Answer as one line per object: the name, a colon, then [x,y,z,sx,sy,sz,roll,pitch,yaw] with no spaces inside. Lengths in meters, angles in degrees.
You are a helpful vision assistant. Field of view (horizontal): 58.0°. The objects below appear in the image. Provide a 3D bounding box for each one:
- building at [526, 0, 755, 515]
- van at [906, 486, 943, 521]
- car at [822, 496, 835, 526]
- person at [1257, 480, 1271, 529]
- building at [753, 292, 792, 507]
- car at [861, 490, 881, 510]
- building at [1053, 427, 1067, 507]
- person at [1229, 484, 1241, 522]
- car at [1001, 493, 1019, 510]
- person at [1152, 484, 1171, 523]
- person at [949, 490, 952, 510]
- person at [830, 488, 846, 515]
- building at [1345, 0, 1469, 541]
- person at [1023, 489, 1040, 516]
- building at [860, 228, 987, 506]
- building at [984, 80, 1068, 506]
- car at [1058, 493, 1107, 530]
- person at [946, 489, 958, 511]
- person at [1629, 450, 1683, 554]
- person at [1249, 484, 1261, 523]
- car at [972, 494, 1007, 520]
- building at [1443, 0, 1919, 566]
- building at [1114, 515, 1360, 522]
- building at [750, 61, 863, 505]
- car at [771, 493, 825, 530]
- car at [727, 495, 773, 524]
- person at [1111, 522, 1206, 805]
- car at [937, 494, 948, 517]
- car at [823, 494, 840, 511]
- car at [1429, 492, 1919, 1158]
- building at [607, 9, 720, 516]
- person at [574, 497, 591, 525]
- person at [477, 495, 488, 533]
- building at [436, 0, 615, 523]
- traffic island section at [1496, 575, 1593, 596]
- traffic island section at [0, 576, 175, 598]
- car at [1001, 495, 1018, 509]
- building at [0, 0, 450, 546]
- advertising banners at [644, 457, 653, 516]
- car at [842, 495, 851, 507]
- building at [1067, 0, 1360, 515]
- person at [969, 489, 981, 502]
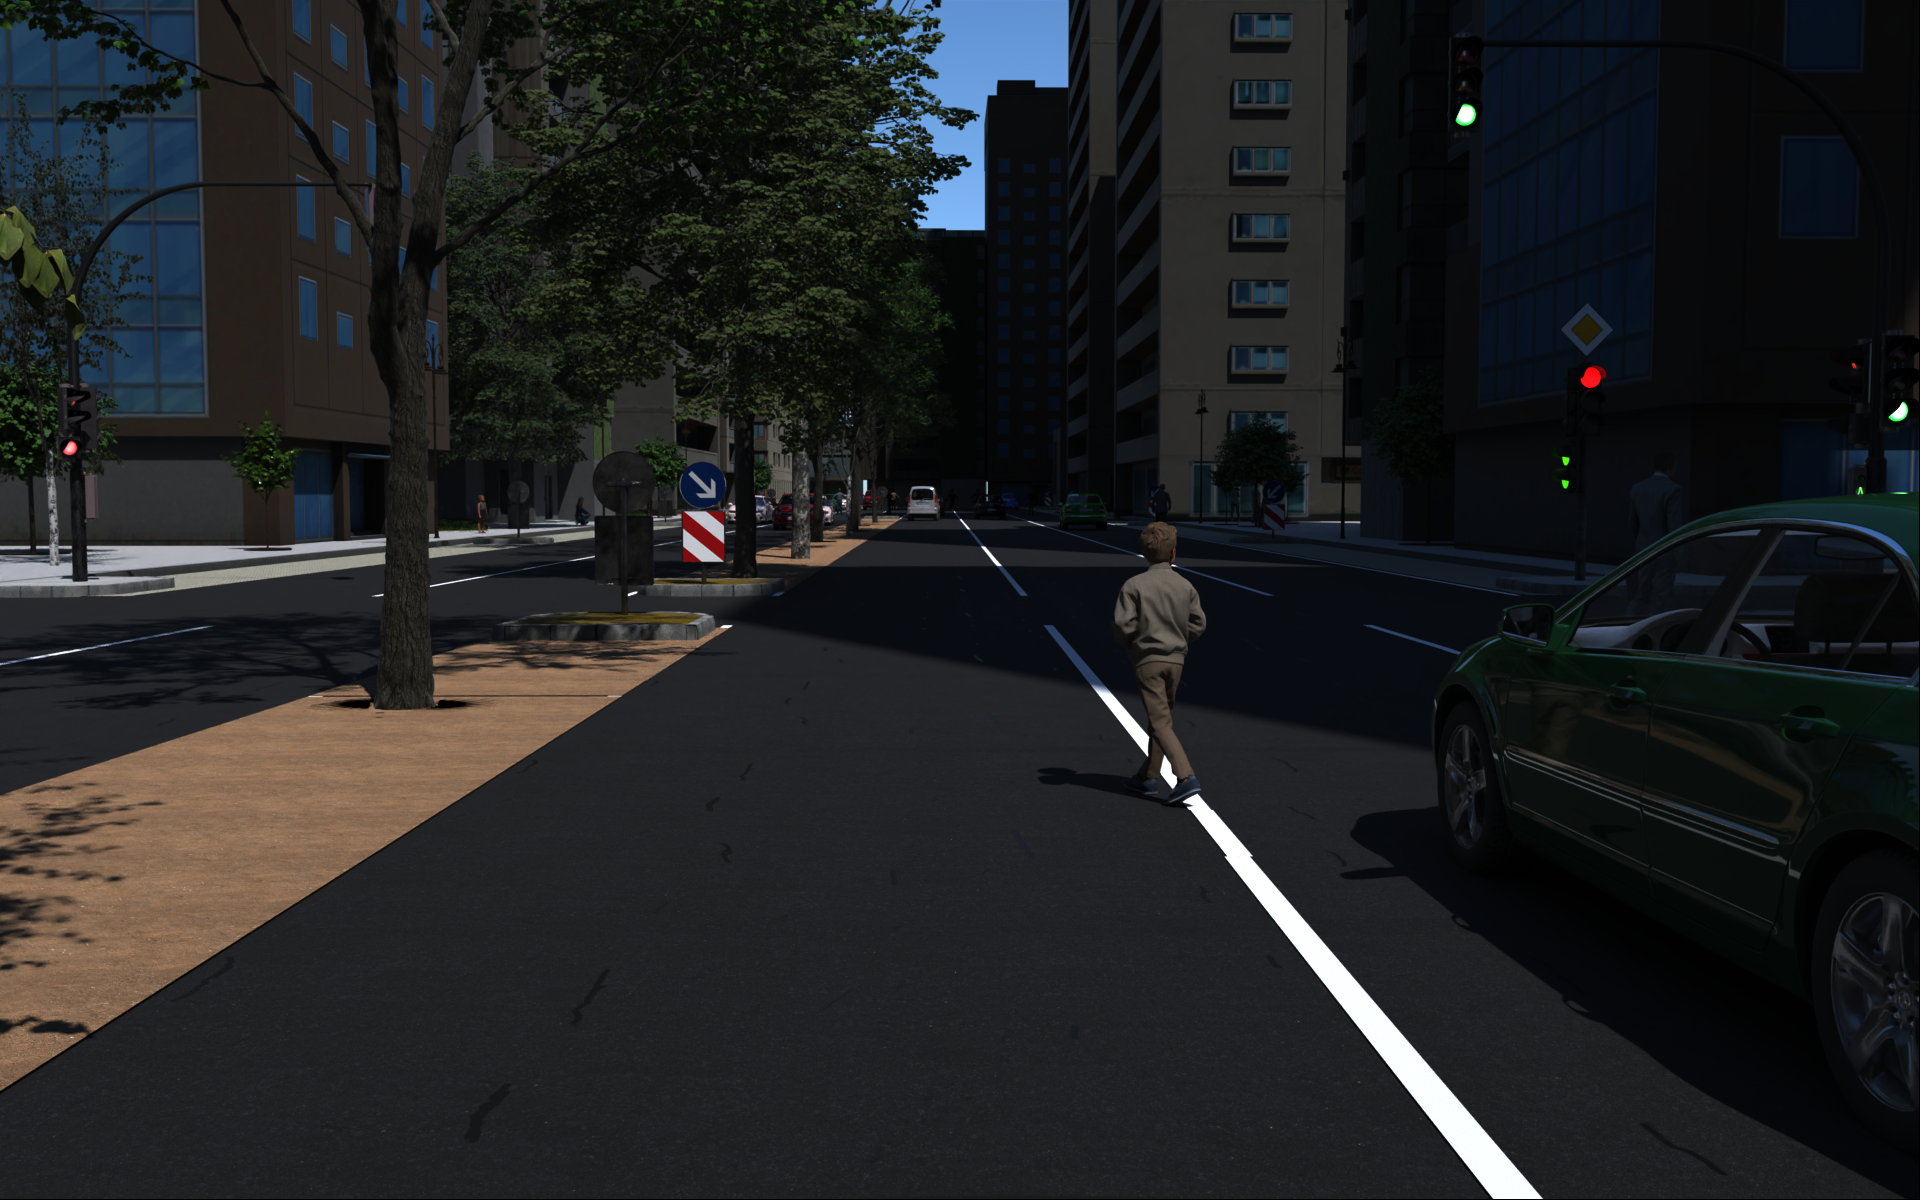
building: [-23.182,-27.241,128.980,14.154,41.232,14.086,0,4,-1]
van: [-1.955,-5.298,93.632,2.013,2.044,4.112,0,4,1]
car: [-6.763,-4.094,79.299,2.083,1.381,4.827,0,4,-2]
person: [11.363,-3.551,64.315,0.699,1.804,1.509,1,4,15]
building: [-31.168,-19.393,162.107,28.899,21.520,27.650,0,4,-1]
car: [-7.652,-8.938,154.804,2.281,1.827,5.304,0,4,-2]
building: [20.815,-51.733,158.504,22.319,86.520,31.000,0,4,-1]
person: [12.506,-4.441,78.836,0.537,1.800,0.526,3,5,41]
car: [4.387,-8.999,156.730,1.945,1.707,3.694,0,4,-1]
person: [6.843,-3.055,58.852,0.661,1.777,0.834,0,4,4]
person: [-0.844,-9.281,160.259,0.705,1.822,1.348,1,4,8]
person: [-8.246,-6.727,118.575,1.350,1.814,0.705,0,4,-4]
building: [18.979,-17.213,53.127,14.160,30.474,14.107,0,4,-1]
person: [4.764,-6.501,115.313,1.217,1.766,0.721,2,4,26]
building: [-4.194,-25.653,191.133,14.107,30.474,14.160,0,4,-1]
building: [9.957,-33.084,191.039,14.200,45.320,14.600,0,4,-1]
car: [4.936,-3.727,69.734,1.959,1.807,4.718,0,4,1]
person: [-0.675,-8.701,150.390,1.348,1.869,0.705,-2,4,-35]
person: [5.998,-0.385,14.915,0.853,1.813,0.709,-2,4,-29]
person: [13.109,-4.298,76.418,0.767,1.812,0.694,0,4,-7]
car: [1.693,-5.424,98.465,2.009,1.686,4.222,0,4,-1]
building: [18.397,-23.378,32.344,14.200,45.320,14.600,0,4,-1]
building: [19.760,-28.483,89.394,21.300,48.544,21.600,0,4,-1]
building: [-25.493,-37.215,197.697,27.495,52.752,28.713,0,4,-1]
car: [-6.512,-3.726,69.967,2.155,1.783,4.494,0,4,0]
car: [-10.174,-4.400,84.307,2.083,1.381,4.827,0,3,0]
person: [0.916,0.287,8.085,0.475,1.303,0.640,-2,4,-33]
car: [-1.846,-6.196,110.338,2.155,1.783,4.494,0,4,0]
car: [-11.051,-8.223,146.237,2.131,1.459,4.920,0,4,1]
car: [2.876,0.404,5.190,2.131,1.459,4.920,0,4,-2]
building: [-27.486,-29.768,110.403,21.300,48.544,21.600,0,4,-1]
person: [-15.441,-3.645,71.142,0.738,1.151,1.012,0,4,-2]
person: [-15.577,-2.802,56.523,0.373,1.253,0.362,3,4,37]
building: [-23.966,-24.086,77.407,14.154,41.232,14.086,0,4,-1]
traffic island section: [9.212,-0.207,25.671,2.009,0.180,2.903,0,4,-1]
traffic island section: [-12.928,-0.192,25.417,2.009,0.180,2.903,0,4,-1]
car: [4.718,-9.812,169.469,2.155,1.783,4.494,0,4,-1]
building: [-23.470,-24.344,48.139,14.600,45.320,14.200,0,4,-1]
advertising banners: [-15.035,-5.343,83.545,0.090,3.025,2.074,0,4,0]
car: [-11.708,-9.609,169.473,2.083,1.381,4.827,0,4,-3]
building: [19.717,-31.174,133.398,21.300,48.544,21.600,0,4,-1]
person: [1.438,-8.074,140.138,1.348,1.869,0.705,1,4,9]
